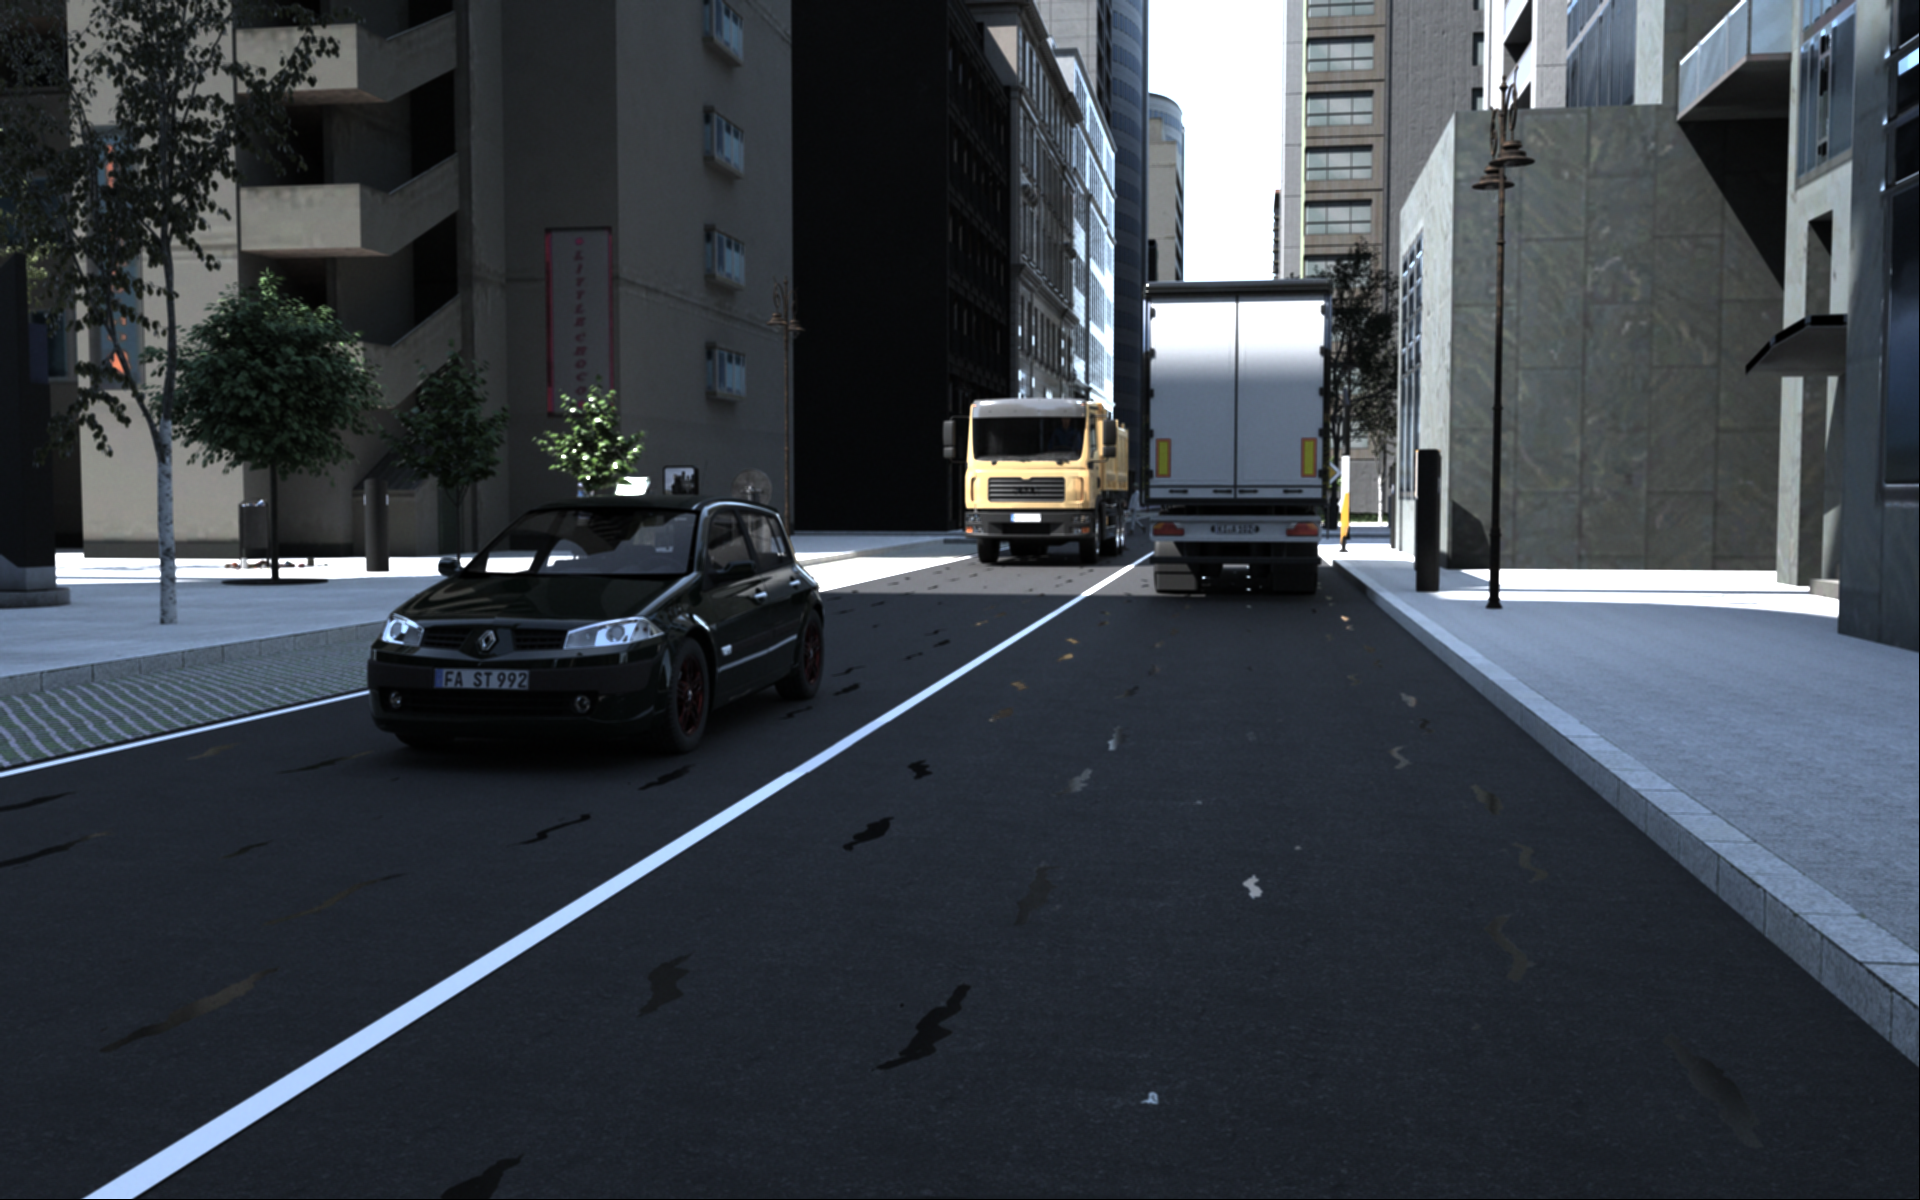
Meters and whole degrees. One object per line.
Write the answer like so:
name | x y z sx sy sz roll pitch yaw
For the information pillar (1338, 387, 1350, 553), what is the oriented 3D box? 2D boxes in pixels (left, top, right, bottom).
information pillar | 8.402 -2.838 37.761 0.183 3.616 0.504 0 4 3

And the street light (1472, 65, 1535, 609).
street light | 5.999 -2.843 19.279 0.468 5.910 1.993 1 4 9

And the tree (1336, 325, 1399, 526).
tree | 17.025 -7.296 69.656 4.360 8.622 3.978 0 3 0

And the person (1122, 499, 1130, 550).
person | 4.157 -1.918 44.134 0.394 1.301 0.425 -1 4 -17

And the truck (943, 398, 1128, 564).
truck | 2.012 -2.568 37.903 3.469 3.379 9.791 1 4 10

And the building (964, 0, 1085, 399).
building | -1.105 -17.730 87.148 12.463 27.353 25.104 1 4 9

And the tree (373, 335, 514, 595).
tree | -6.305 -1.629 21.228 1.663 3.219 1.824 0 3 0

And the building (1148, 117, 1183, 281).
building | 18.000 -36.950 227.834 21.300 48.544 21.600 1 4 9

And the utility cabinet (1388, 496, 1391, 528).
utility cabinet | 16.962 -3.391 66.610 1.020 1.237 0.306 -1 4 -22

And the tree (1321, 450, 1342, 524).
tree | 15.845 -4.870 74.232 1.663 3.219 1.824 0 3 0

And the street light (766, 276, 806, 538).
street light | -3.685 -3.916 36.808 0.468 5.910 1.993 1 4 9

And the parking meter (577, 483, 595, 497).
parking meter | -7.081 -1.501 32.947 0.372 1.533 0.369 0 3 0

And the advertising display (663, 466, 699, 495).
advertising display | -6.374 -2.102 39.576 0.974 1.923 0.123 2 4 33

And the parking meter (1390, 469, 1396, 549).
parking meter | 10.192 -2.116 40.314 0.255 1.863 0.399 0 4 0

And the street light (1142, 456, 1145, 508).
street light | 17.531 -11.758 165.033 0.468 5.910 1.993 1 4 9

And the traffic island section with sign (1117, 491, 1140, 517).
traffic island section with sign | 10.187 -6.073 107.929 1.989 1.847 2.006 1 4 9

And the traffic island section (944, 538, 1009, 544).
traffic island section | 0.735 -1.754 50.956 2.009 0.180 2.903 1 4 9

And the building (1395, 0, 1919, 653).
building | 18.502 -43.272 20.177 22.319 86.520 31.000 1 4 9

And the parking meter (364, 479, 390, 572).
parking meter | -9.618 -1.232 28.561 0.372 1.533 0.369 0 3 0

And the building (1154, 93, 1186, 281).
building | 21.536 -43.434 252.143 21.231 58.520 28.212 1 4 9

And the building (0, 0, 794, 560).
building | -17.238 -25.672 43.442 21.600 48.544 21.300 1 4 9

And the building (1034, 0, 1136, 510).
building | 4.222 -43.141 143.612 20.563 71.187 20.611 1 4 9

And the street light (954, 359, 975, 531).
street light | 0.160 -5.289 59.258 0.468 5.910 1.993 1 4 9

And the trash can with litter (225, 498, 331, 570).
trash can with litter | -11.900 -1.173 30.231 1.678 1.210 2.233 3 4 38

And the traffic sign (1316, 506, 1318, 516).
traffic sign | 11.775 -3.272 57.143 0.795 2.450 0.064 1 4 9

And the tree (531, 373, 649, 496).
tree | -5.707 -2.024 27.690 1.663 3.219 1.824 0 3 0

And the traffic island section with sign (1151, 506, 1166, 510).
traffic island section with sign | 18.321 -9.072 156.958 1.989 1.847 2.006 1 4 9

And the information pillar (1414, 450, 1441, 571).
information pillar | 7.827 -1.500 29.013 0.304 2.012 0.304 3 5 41

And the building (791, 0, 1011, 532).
building | -5.203 -14.528 67.217 12.332 23.373 15.834 1 4 9

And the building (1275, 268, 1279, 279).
building | 47.068 -27.471 220.844 14.160 30.474 14.107 1 4 9

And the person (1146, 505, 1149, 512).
person | 14.650 -7.754 136.066 0.721 1.735 1.217 0 4 5

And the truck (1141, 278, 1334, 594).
truck | 4.528 -2.404 28.226 2.839 4.237 11.283 1 4 9

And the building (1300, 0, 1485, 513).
building | 24.303 -24.674 87.019 14.154 41.232 14.086 1 4 9

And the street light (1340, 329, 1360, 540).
street light | 10.954 -4.648 48.781 0.468 5.910 1.993 1 4 9

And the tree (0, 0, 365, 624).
tree | -8.069 -4.066 16.849 4.360 8.622 3.978 0 3 0

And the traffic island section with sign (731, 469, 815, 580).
traffic island section with sign | -3.311 -1.099 26.589 1.989 1.847 2.006 1 4 9

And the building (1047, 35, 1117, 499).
building | 3.581 -20.586 114.076 11.434 29.767 29.804 1 4 9

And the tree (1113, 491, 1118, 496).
tree | 11.621 -8.305 130.395 1.663 3.219 1.824 0 3 0

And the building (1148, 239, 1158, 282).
building | 14.233 -25.578 189.908 14.160 30.474 14.107 1 4 9

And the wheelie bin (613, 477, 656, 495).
wheelie bin | -6.117 -1.505 32.508 0.980 1.594 0.693 1 4 17

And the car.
car | -2.096 -0.069 10.915 2.009 1.686 4.222 1 4 10

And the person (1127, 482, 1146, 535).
person | 6.238 -3.222 61.065 0.818 1.842 0.514 -1 4 -17

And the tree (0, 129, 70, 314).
tree | -17.238 -4.771 28.373 4.737 8.622 4.395 0 3 0

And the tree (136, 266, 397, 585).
tree | -9.833 -2.521 24.925 4.285 4.588 4.351 0 3 0

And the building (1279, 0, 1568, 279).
building | 31.945 -35.029 114.719 21.231 58.520 28.212 1 4 9

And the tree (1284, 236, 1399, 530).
tree | 13.748 -7.809 62.084 7.601 10.594 8.767 0 4 -6

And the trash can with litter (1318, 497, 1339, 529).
trash can with litter | 13.473 -3.179 63.370 0.624 1.170 1.055 0 4 -7

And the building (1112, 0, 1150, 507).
building | 6.971 -38.302 168.242 21.231 58.520 28.212 1 4 9

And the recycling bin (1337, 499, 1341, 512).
recycling bin | 17.755 -4.188 81.034 0.722 1.027 0.722 0 4 8

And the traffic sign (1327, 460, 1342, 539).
traffic sign | 10.468 -2.790 49.265 0.795 2.450 0.064 1 4 9

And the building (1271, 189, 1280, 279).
building | 54.551 -35.894 241.483 22.147 44.769 28.867 1 4 9

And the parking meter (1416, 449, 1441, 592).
parking meter | 6.179 -1.047 22.831 0.255 1.863 0.399 1 4 23

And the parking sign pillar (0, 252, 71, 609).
parking sign pillar | -11.059 -1.918 19.837 1.447 3.967 1.447 1 4 21
